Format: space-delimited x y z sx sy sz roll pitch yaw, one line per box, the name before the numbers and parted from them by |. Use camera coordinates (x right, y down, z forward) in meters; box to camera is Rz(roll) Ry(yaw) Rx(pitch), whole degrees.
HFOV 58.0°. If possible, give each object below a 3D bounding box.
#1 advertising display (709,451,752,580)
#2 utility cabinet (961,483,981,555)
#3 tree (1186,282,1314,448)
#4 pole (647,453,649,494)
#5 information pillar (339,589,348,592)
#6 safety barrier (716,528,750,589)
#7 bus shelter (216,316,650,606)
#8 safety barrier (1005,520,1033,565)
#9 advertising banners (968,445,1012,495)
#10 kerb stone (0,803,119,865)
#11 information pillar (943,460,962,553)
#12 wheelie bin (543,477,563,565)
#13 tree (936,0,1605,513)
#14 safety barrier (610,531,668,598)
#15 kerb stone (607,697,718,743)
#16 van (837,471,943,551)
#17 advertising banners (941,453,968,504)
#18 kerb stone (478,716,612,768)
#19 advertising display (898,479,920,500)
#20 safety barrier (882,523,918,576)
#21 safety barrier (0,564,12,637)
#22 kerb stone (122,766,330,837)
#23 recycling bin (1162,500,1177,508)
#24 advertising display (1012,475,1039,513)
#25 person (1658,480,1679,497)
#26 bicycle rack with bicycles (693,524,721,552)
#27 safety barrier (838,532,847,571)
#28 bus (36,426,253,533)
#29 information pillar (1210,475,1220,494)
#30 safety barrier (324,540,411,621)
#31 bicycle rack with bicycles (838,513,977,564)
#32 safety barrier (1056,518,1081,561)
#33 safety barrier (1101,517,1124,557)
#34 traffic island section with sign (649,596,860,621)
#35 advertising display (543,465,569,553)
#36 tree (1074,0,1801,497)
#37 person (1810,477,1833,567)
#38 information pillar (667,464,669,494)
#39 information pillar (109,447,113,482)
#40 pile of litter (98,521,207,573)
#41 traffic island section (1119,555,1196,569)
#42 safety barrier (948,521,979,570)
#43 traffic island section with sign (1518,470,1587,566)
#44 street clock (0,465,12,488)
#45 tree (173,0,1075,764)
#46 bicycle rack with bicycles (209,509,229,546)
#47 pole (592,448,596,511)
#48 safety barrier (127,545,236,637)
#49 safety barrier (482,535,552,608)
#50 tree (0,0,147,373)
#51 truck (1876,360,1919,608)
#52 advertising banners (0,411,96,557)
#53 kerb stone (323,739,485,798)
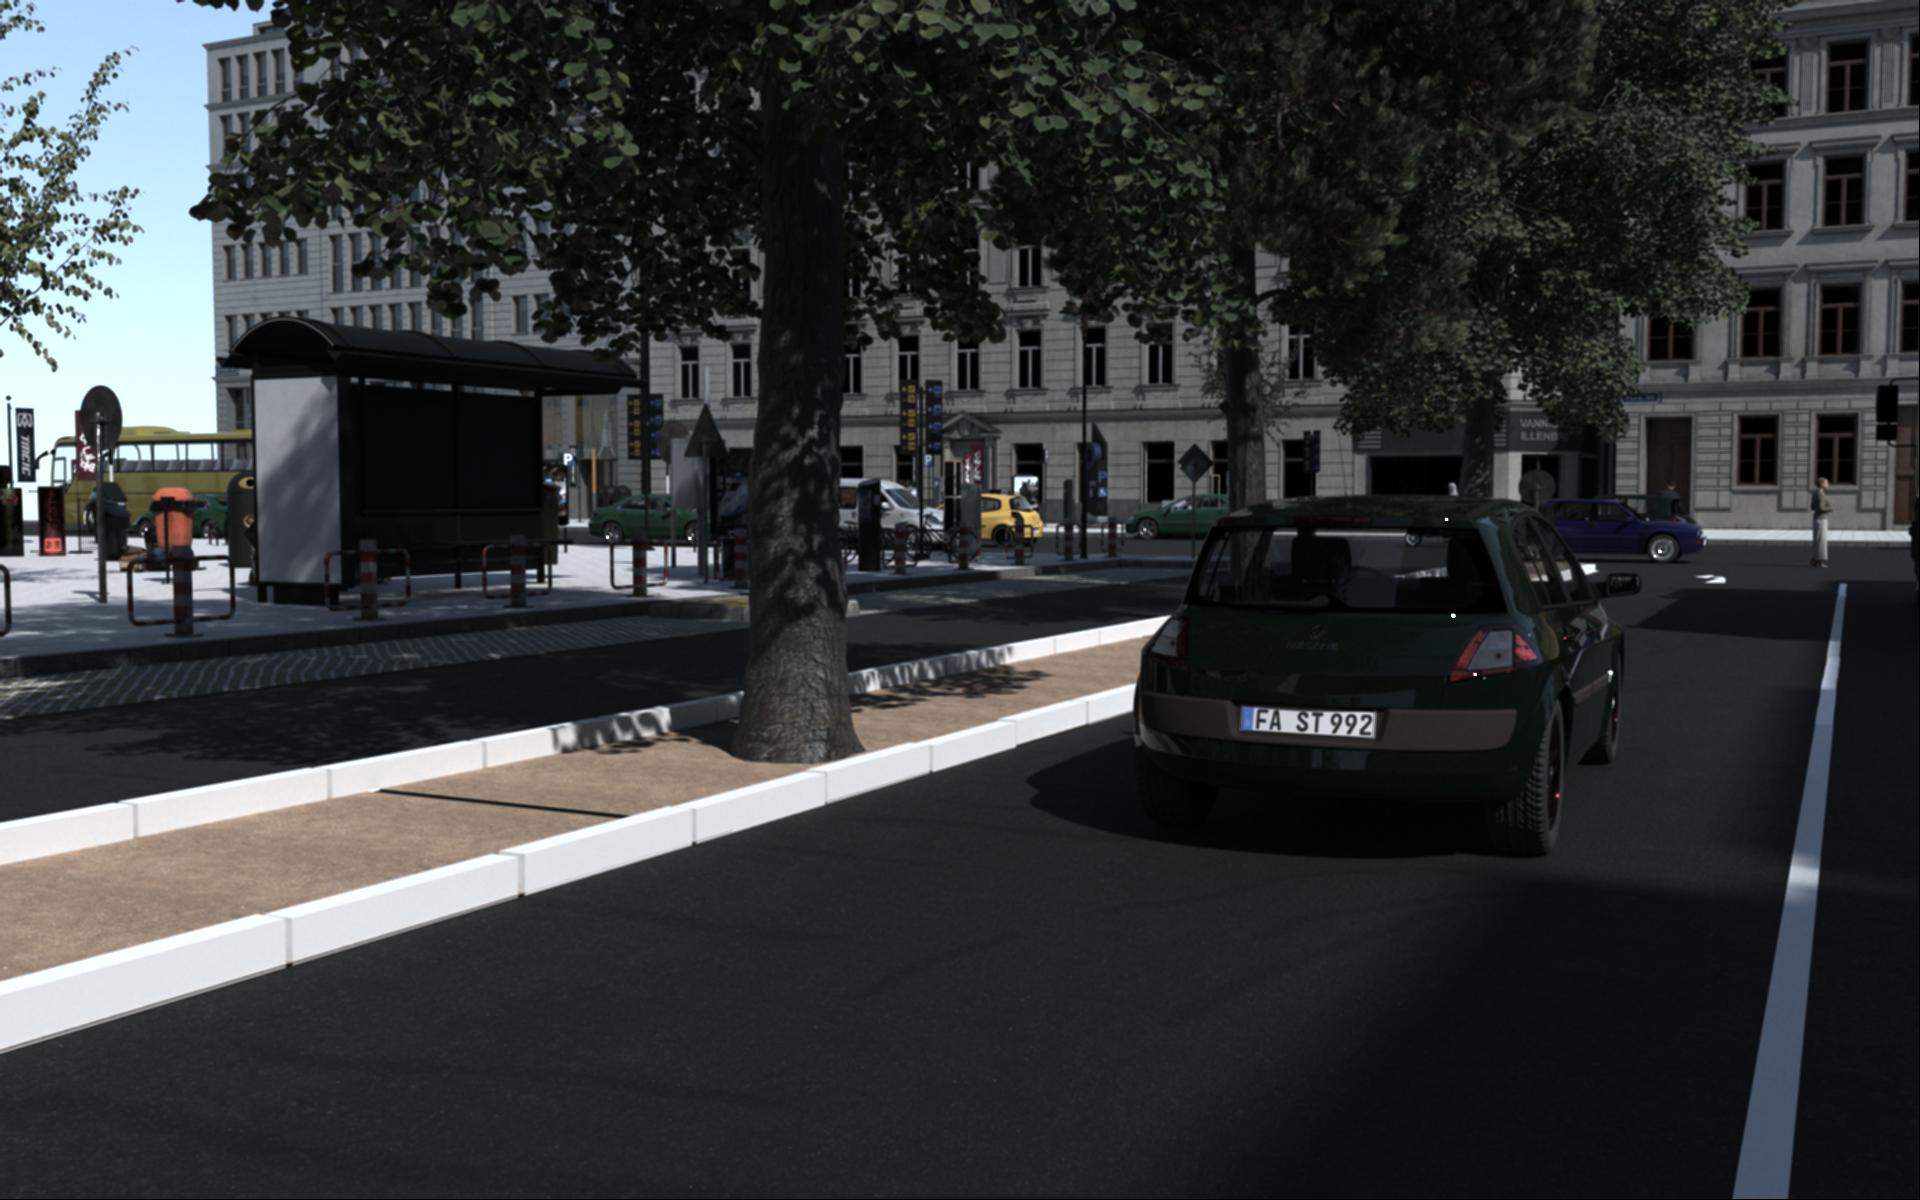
advertising display | -3.446 -1.287 26.258 0.123 1.923 0.974 2 4 30
utility cabinet | 0.250 -1.690 36.308 0.318 1.500 1.173 0 4 7
tree | 9.783 -6.663 59.307 4.360 8.622 3.978 0 3 0
pole | -15.505 -5.627 85.852 0.158 3.312 0.155 0 3 0
information pillar | -8.285 -1.120 22.800 0.304 2.012 0.304 3 4 39
safety barrier | -2.965 -0.560 23.432 0.300 0.817 1.120 2 4 27
bus shelter | -6.498 -1.732 22.243 2.014 3.302 5.546 2 4 27
safety barrier | 1.074 -1.038 31.245 0.300 0.817 1.120 2 4 27
advertising banners | 1.268 -3.990 61.420 2.074 3.025 0.090 2 4 31
kerb stone | -3.695 0.946 6.732 0.120 0.150 1.000 2 4 27
information pillar | -0.166 -2.039 37.837 0.304 2.012 0.304 2 4 28
wheelie bin | -7.626 -1.455 31.689 0.693 1.594 0.980 -1 4 -12
tree | 3.073 -6.648 18.582 7.806 13.903 7.818 0 3 0
safety barrier | -3.972 -0.441 21.480 0.300 0.817 1.120 2 4 27
kerb stone | -1.805 0.724 10.381 0.120 0.150 1.000 2 4 27
van | -2.000 -2.302 44.643 4.112 2.044 2.013 2 4 28
advertising banners | -0.131 -4.694 72.926 0.090 3.025 2.074 3 4 38
kerb stone | -2.283 0.782 9.475 0.120 0.150 1.000 2 4 27
advertising display | -2.202 -4.282 75.224 0.974 1.923 0.123 1 4 20
safety barrier | -0.944 -0.799 27.341 0.300 0.817 1.120 2 4 27
safety barrier | -8.018 0.038 13.657 0.300 0.817 1.120 2 4 27
kerb stone | -3.231 0.890 7.651 0.120 0.150 1.000 2 4 27
recycling bin | 8.700 -3.542 70.458 0.722 1.027 0.722 3 5 44
advertising display | 2.257 -3.333 59.713 0.974 1.923 0.123 -1 4 -22
person | 17.522 -2.083 43.012 0.683 1.767 0.568 2 4 25
bicycle rack with bicycles | -4.612 -1.517 38.189 2.852 0.926 2.925 -2 4 -34
safety barrier | -1.955 -0.680 25.390 0.300 0.817 1.120 2 4 27
bus | -28.047 -4.335 62.424 12.252 3.916 2.896 2 4 27
information pillar | 9.726 -3.774 66.191 0.304 2.012 0.304 -1 4 -11
safety barrier | -5.999 -0.202 17.573 0.300 0.817 1.120 2 4 27
bicycle rack with bicycles | -1.457 -1.168 32.475 2.925 0.926 2.852 2 4 33
safety barrier | 2.085 -1.157 33.196 0.300 0.817 1.120 2 4 27
safety barrier | 3.097 -1.277 35.150 0.300 0.817 1.120 2 4 27
traffic island section with sign | -2.273 -0.720 20.406 1.989 1.847 2.006 2 4 27
advertising display | -9.040 -1.991 37.764 0.974 1.923 0.123 -1 4 -9
tree | 7.855 -7.158 26.147 9.857 13.997 8.962 0 3 0
person | 16.880 -1.520 33.894 0.362 1.759 0.519 1 4 10
information pillar | -13.261 -5.337 78.612 0.183 3.616 0.504 0 4 -7
information pillar | -24.171 -3.546 49.336 0.183 3.616 0.504 -2 4 -25
pile of litter | -13.478 -0.911 28.860 1.719 0.858 1.176 -2 4 -27
traffic island section | 4.626 -0.748 34.505 2.009 0.180 2.903 2 4 27
safety barrier | 0.064 -0.919 29.293 0.300 0.817 1.120 2 4 27
traffic island section with sign | 10.459 -1.445 31.770 2.006 1.907 1.989 2 4 27
street clock | -23.954 -2.374 43.377 0.471 2.002 0.358 2 4 34
tree | -0.880 -6.120 9.169 9.857 13.997 8.962 0 3 0
bicycle rack with bicycles | -17.963 -1.884 44.182 2.852 0.926 2.925 -2 4 -27
pole | -16.300 -5.096 77.168 0.158 3.312 0.155 0 3 0
safety barrier | -7.007 -0.082 15.616 0.300 0.817 1.120 2 4 27
safety barrier | -4.983 -0.321 19.527 0.300 0.817 1.120 2 4 27
tree | -12.660 -4.363 21.700 4.737 8.622 4.395 0 3 0
truck | 12.179 -1.430 19.309 3.469 3.379 9.791 2 4 27
advertising banners | -18.823 -2.422 35.784 2.074 3.025 0.090 -2 4 -26
kerb stone | -2.757 0.837 8.560 0.120 0.150 1.000 2 4 27
